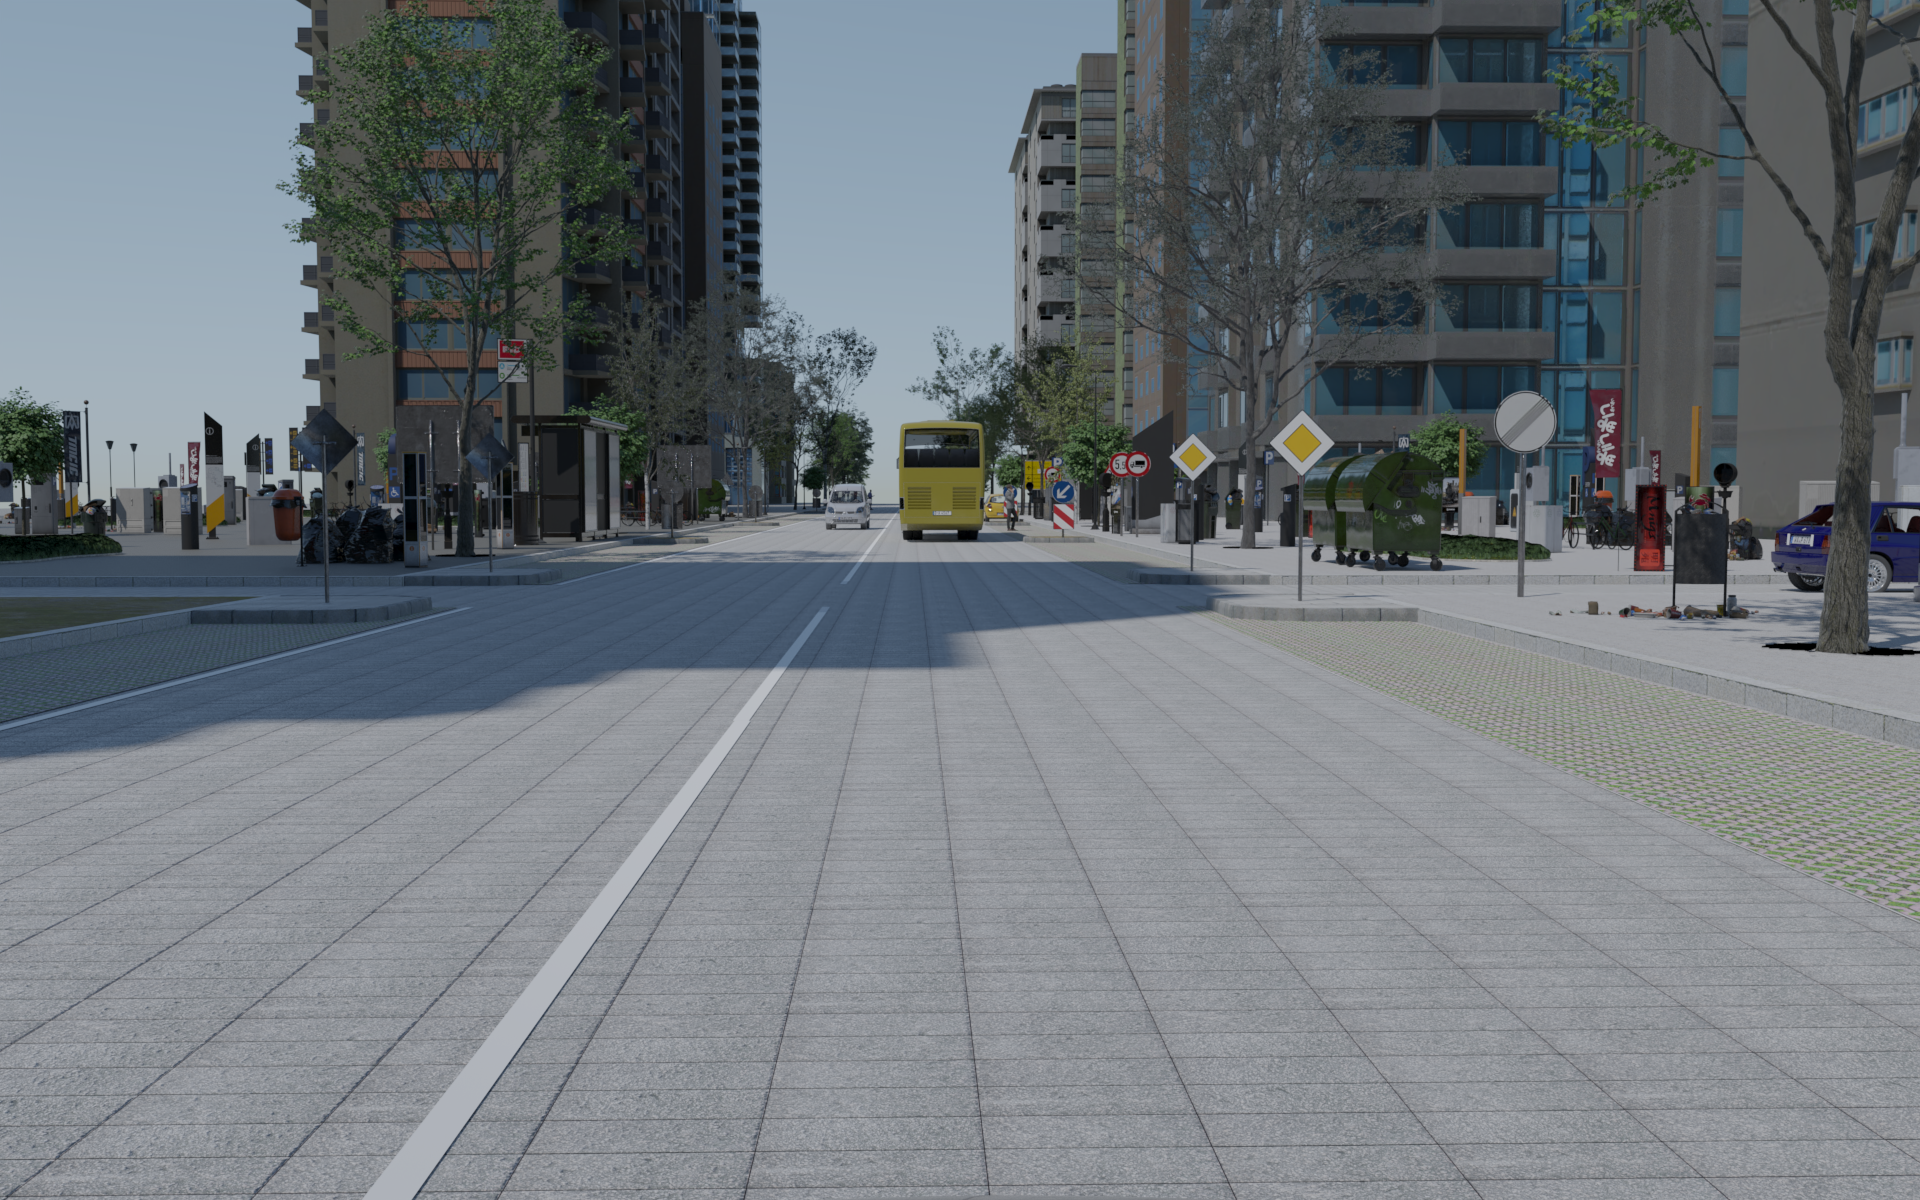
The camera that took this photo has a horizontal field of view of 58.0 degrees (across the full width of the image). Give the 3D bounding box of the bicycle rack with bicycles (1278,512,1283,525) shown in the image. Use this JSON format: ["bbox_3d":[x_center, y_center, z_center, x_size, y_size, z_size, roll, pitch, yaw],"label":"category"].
[{"bbox_3d":[13.028,-3.102,64.101,2.925,0.926,2.852,3,5,40],"label":"bicycle rack with bicycles"}]

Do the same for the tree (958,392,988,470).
[{"bbox_3d":[3.149,-14.673,165.654,9.928,11.665,9.643,0,3,0],"label":"tree"}]

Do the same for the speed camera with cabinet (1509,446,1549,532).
[{"bbox_3d":[19.018,-3.885,57.858,0.660,3.252,2.038,0,4,-3],"label":"speed camera with cabinet"}]

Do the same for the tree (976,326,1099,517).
[{"bbox_3d":[4.392,-9.958,97.233,8.767,10.594,7.601,3,4,36],"label":"tree"}]

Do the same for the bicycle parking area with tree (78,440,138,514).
[{"bbox_3d":[-46.211,-6.624,95.301,9.016,4.147,8.231,0,4,1],"label":"bicycle parking area with tree"}]

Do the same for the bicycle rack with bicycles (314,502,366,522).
[{"bbox_3d":[-27.448,-3.918,77.443,2.925,0.926,2.852,-3,5,-43],"label":"bicycle rack with bicycles"}]

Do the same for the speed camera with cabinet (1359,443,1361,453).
[{"bbox_3d":[15.532,-4.419,66.588,0.660,3.252,2.038,1,4,14],"label":"speed camera with cabinet"}]

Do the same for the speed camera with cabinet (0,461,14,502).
[{"bbox_3d":[-26.913,-3.254,47.532,0.660,3.252,2.038,0,4,8],"label":"speed camera with cabinet"}]

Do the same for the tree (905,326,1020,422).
[{"bbox_3d":[-0.271,-20.840,196.618,12.611,20.169,13.585,0,3,0],"label":"tree"}]

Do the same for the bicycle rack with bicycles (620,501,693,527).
[{"bbox_3d":[-12.501,-3.415,69.209,2.925,0.926,2.852,2,4,33],"label":"bicycle rack with bicycles"}]

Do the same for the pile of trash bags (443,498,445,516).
[{"bbox_3d":[-28.953,-5.243,95.471,1.912,1.369,3.447,-1,4,-11],"label":"pile of trash bags"}]

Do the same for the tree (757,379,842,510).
[{"bbox_3d":[-13.045,-12.586,140.188,7.601,10.594,8.767,0,4,8],"label":"tree"}]

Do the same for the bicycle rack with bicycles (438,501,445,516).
[{"bbox_3d":[-27.426,-4.637,89.189,2.852,0.926,2.925,2,4,33],"label":"bicycle rack with bicycles"}]

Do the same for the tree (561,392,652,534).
[{"bbox_3d":[-11.478,-4.429,56.125,4.285,4.588,4.351,0,3,0],"label":"tree"}]

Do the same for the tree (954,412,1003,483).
[{"bbox_3d":[1.006,-19.164,230.339,9.611,12.733,9.660,0,3,0],"label":"tree"}]

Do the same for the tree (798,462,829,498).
[{"bbox_3d":[-14.469,-11.509,171.880,4.285,4.588,4.351,0,3,0],"label":"tree"}]

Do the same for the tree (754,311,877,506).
[{"bbox_3d":[-15.223,-19.837,180.229,12.611,20.169,13.585,0,3,0],"label":"tree"}]

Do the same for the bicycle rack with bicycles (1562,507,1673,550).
[{"bbox_3d":[15.368,-1.658,40.497,2.852,0.926,2.925,0,4,4],"label":"bicycle rack with bicycles"}]

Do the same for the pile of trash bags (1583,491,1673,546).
[{"bbox_3d":[16.864,-2.106,44.190,1.912,1.369,3.447,0,4,1],"label":"pile of trash bags"}]

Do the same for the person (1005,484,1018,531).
[{"bbox_3d":[1.990,-3.561,66.898,0.473,1.802,0.592,3,5,40],"label":"person"}]

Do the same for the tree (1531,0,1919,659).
[{"bbox_3d":[7.149,-5.370,13.561,9.928,11.665,9.643,0,3,0],"label":"tree"}]

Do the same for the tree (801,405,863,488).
[{"bbox_3d":[-14.928,-16.906,202.167,9.928,11.665,9.643,0,3,0],"label":"tree"}]

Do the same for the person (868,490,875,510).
[{"bbox_3d":[-7.987,-9.045,156.259,0.599,1.838,0.709,-3,5,-42],"label":"person"}]

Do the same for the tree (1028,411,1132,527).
[{"bbox_3d":[5.474,-5.177,68.356,4.285,4.588,4.351,0,3,0],"label":"tree"}]

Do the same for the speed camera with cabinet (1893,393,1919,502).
[{"bbox_3d":[18.388,-2.385,33.326,0.660,3.252,2.038,2,4,25],"label":"speed camera with cabinet"}]

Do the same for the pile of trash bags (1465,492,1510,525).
[{"bbox_3d":[21.336,-3.750,71.070,1.912,1.369,3.447,2,4,34],"label":"pile of trash bags"}]

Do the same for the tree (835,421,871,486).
[{"bbox_3d":[-17.337,-21.006,261.579,7.486,12.596,7.792,0,3,0],"label":"tree"}]

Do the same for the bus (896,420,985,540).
[{"bbox_3d":[-0.694,-3.994,56.857,2.896,3.916,12.252,0,4,-2],"label":"bus"}]

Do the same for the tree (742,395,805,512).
[{"bbox_3d":[-13.242,-10.434,120.960,4.737,8.622,4.395,0,3,0],"label":"tree"}]

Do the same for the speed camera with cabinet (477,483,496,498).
[{"bbox_3d":[-22.241,-5.348,81.772,0.660,3.252,2.038,0,4,2],"label":"speed camera with cabinet"}]

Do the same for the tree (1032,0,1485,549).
[{"bbox_3d":[6.921,-7.945,40.270,12.009,13.543,11.850,0,3,0],"label":"tree"}]

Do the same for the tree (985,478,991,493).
[{"bbox_3d":[2.416,-11.149,176.892,1.663,3.219,1.824,0,3,0],"label":"tree"}]

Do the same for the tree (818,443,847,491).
[{"bbox_3d":[-16.339,-16.768,224.513,4.360,8.622,3.978,0,3,0],"label":"tree"}]

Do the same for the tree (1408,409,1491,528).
[{"bbox_3d":[18.693,-5.077,66.716,4.285,4.588,4.351,0,3,0],"label":"tree"}]

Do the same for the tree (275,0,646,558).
[{"bbox_3d":[-9.984,-6.689,35.116,9.928,11.665,9.643,0,3,0],"label":"tree"}]

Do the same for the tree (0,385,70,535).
[{"bbox_3d":[-28.450,-4.198,52.352,4.285,4.588,4.351,0,3,0],"label":"tree"}]

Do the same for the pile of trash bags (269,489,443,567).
[{"bbox_3d":[-11.474,-1.366,32.086,1.912,1.369,3.447,1,4,17],"label":"pile of trash bags"}]

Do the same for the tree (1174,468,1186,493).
[{"bbox_3d":[10.890,-5.736,88.380,1.663,3.219,1.824,0,3,0],"label":"tree"}]

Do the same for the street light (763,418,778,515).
[{"bbox_3d":[-11.281,-8.096,104.907,1.470,5.913,1.316,0,4,-2],"label":"street light"}]

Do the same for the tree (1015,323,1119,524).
[{"bbox_3d":[4.747,-7.549,73.787,4.737,8.622,4.395,0,3,0],"label":"tree"}]

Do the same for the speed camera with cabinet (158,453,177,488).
[{"bbox_3d":[-38.603,-5.435,83.201,2.038,3.252,0.660,1,4,20],"label":"speed camera with cabinet"}]

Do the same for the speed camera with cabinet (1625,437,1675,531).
[{"bbox_3d":[24.142,-4.032,60.252,2.038,3.252,0.660,-1,4,-20],"label":"speed camera with cabinet"}]

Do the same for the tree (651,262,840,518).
[{"bbox_3d":[-11.694,-11.160,92.829,12.009,13.543,11.850,0,3,0],"label":"tree"}]

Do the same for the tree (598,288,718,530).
[{"bbox_3d":[-11.134,-6.844,62.254,4.360,8.622,3.978,0,3,0],"label":"tree"}]

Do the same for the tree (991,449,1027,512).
[{"bbox_3d":[3.828,-8.686,125.721,4.285,4.588,4.351,0,3,0],"label":"tree"}]

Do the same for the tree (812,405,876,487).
[{"bbox_3d":[-16.883,-20.940,249.030,9.857,13.997,8.962,0,3,0],"label":"tree"}]

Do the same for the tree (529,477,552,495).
[{"bbox_3d":[-18.546,-5.131,78.492,1.663,3.219,1.824,0,3,0],"label":"tree"}]

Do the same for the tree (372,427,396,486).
[{"bbox_3d":[-23.251,-5.495,73.565,4.285,4.588,4.351,0,3,0],"label":"tree"}]

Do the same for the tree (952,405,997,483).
[{"bbox_3d":[1.570,-18.179,215.361,7.486,12.596,7.792,0,3,0],"label":"tree"}]
